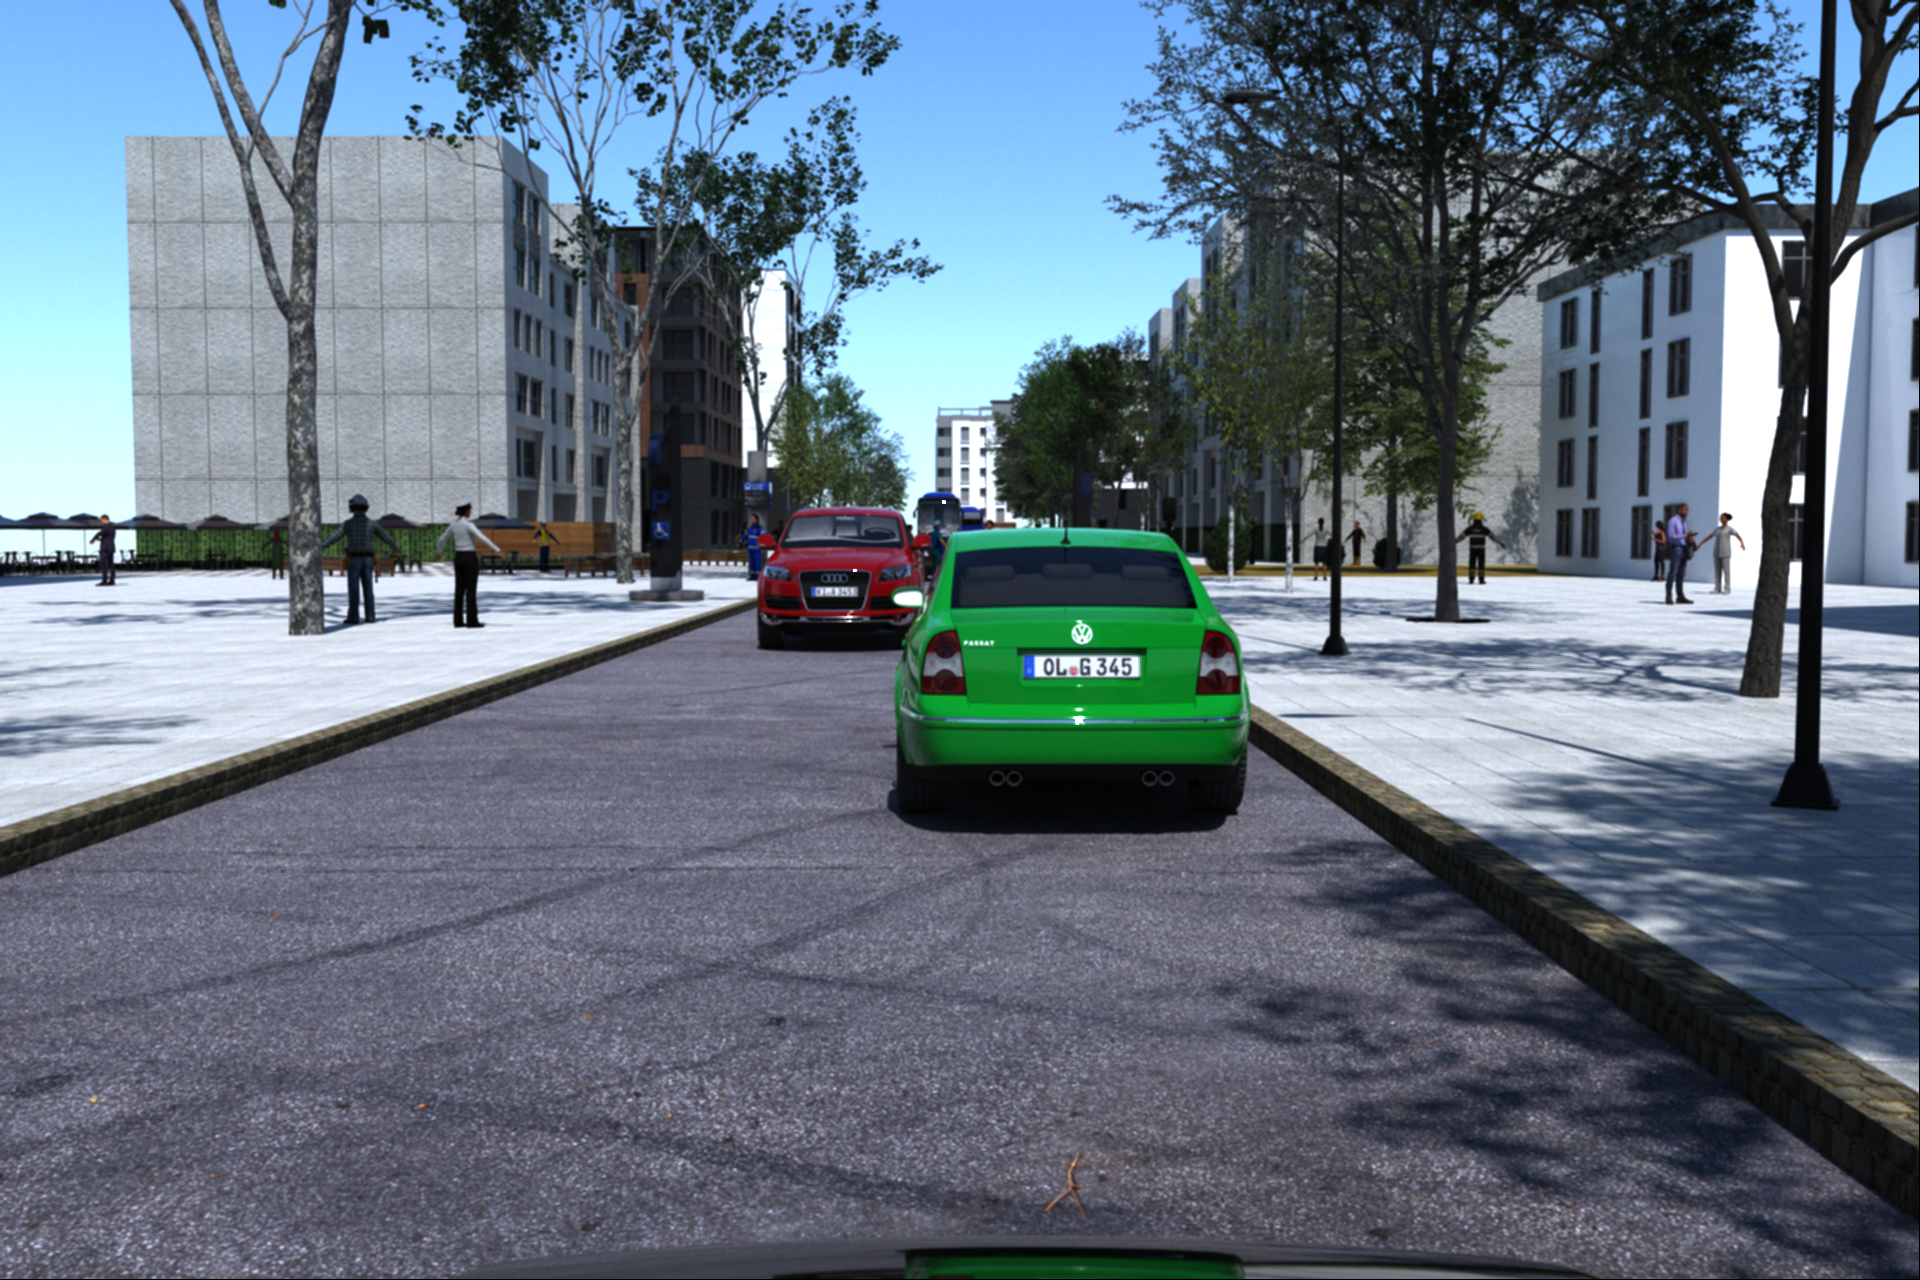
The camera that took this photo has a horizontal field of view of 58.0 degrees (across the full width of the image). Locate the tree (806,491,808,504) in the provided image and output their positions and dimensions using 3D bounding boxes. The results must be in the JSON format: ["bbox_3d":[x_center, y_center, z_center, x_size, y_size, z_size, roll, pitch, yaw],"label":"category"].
[{"bbox_3d":[-22.955,-17.870,242.532,4.737,8.622,4.395,0,3,0],"label":"tree"}]

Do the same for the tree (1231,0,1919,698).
[{"bbox_3d":[6.308,-4.807,13.014,8.767,10.594,7.601,0,4,-2],"label":"tree"}]

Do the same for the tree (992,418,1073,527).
[{"bbox_3d":[6.441,-13.866,144.837,7.486,12.596,7.792,0,3,0],"label":"tree"}]

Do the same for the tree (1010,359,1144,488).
[{"bbox_3d":[6.918,-10.616,99.325,9.928,11.665,9.643,0,3,0],"label":"tree"}]

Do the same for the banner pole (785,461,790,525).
[{"bbox_3d":[-5.936,-4.269,59.810,0.401,3.779,0.863,0,4,1],"label":"banner pole"}]

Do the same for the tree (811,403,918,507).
[{"bbox_3d":[-9.001,-15.172,158.432,12.009,13.543,11.850,0,3,0],"label":"tree"}]

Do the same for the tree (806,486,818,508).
[{"bbox_3d":[-24.346,-19.846,250.236,9.928,11.665,9.643,0,3,0],"label":"tree"}]

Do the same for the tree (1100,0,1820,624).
[{"bbox_3d":[7.013,-7.009,24.960,12.009,13.543,11.850,0,3,0],"label":"tree"}]

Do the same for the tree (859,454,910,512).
[{"bbox_3d":[-10.686,-19.977,244.749,7.486,12.596,7.792,0,3,0],"label":"tree"}]

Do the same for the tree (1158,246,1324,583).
[{"bbox_3d":[7.348,-5.801,45.212,4.737,8.622,4.395,0,3,0],"label":"tree"}]

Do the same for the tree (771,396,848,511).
[{"bbox_3d":[-8.187,-8.611,91.147,4.737,8.622,4.395,0,3,0],"label":"tree"}]

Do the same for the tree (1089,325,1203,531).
[{"bbox_3d":[6.315,-6.829,62.017,4.360,8.622,3.978,0,3,0],"label":"tree"}]

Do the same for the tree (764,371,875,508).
[{"bbox_3d":[-8.913,-11.252,109.719,9.928,11.665,9.643,0,3,0],"label":"tree"}]

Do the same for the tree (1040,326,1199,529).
[{"bbox_3d":[7.196,-8.713,76.868,7.601,10.594,8.767,-3,5,-40],"label":"tree"}]

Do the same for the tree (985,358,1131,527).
[{"bbox_3d":[6.783,-12.769,119.135,12.009,13.543,11.850,0,3,0],"label":"tree"}]

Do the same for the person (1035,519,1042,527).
[{"bbox_3d":[3.043,-3.772,67.447,1.354,1.856,0.705,0,4,7],"label":"person"}]

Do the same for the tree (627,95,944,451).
[{"bbox_3d":[-7.410,-13.368,74.451,12.611,20.169,13.585,0,3,0],"label":"tree"}]

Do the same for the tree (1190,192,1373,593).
[{"bbox_3d":[7.260,-5.336,37.605,4.360,8.622,3.978,0,3,0],"label":"tree"}]

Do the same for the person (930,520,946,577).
[{"bbox_3d":[-0.600,-2.419,48.132,0.704,1.817,1.347,-2,4,-24],"label":"person"}]

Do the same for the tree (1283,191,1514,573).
[{"bbox_3d":[14.345,-8.535,57.667,7.486,12.596,7.792,0,3,0],"label":"tree"}]

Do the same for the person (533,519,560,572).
[{"bbox_3d":[-13.897,-3.161,58.142,0.721,1.772,1.216,2,4,29],"label":"person"}]

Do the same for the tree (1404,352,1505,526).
[{"bbox_3d":[19.238,-7.226,68.513,4.737,8.622,4.395,0,3,0],"label":"tree"}]

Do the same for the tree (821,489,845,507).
[{"bbox_3d":[-17.643,-17.892,242.900,4.737,8.622,4.395,0,3,0],"label":"tree"}]

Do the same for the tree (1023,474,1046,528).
[{"bbox_3d":[7.036,-12.382,152.803,4.737,8.622,4.395,0,3,0],"label":"tree"}]

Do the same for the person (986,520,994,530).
[{"bbox_3d":[0.785,-2.319,46.553,1.347,1.806,0.705,1,4,18],"label":"person"}]

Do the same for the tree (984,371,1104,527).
[{"bbox_3d":[6.955,-13.782,131.991,9.857,13.997,8.962,0,3,0],"label":"tree"}]

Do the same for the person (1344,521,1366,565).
[{"bbox_3d":[16.388,-4.006,71.634,0.704,1.812,1.346,-2,4,-25],"label":"person"}]

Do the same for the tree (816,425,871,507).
[{"bbox_3d":[-8.140,-10.212,117.334,4.737,8.622,4.395,0,3,0],"label":"tree"}]

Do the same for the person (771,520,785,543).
[{"bbox_3d":[-6.679,-3.578,64.729,1.346,1.802,0.704,0,4,3],"label":"person"}]

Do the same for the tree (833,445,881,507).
[{"bbox_3d":[-8.919,-11.486,138.153,4.360,8.622,3.978,0,3,0],"label":"tree"}]

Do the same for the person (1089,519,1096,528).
[{"bbox_3d":[4.590,-3.261,59.451,0.705,1.813,1.348,-1,4,-20],"label":"person"}]

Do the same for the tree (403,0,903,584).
[{"bbox_3d":[-8.023,-11.453,43.150,12.611,20.169,13.585,0,3,0],"label":"tree"}]

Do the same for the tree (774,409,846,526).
[{"bbox_3d":[-8.774,-9.104,99.206,4.737,8.622,4.395,0,3,0],"label":"tree"}]

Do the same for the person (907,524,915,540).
[{"bbox_3d":[-2.046,-3.839,71.367,0.704,1.843,1.345,2,4,26],"label":"person"}]

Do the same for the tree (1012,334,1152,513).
[{"bbox_3d":[6.539,-10.006,89.354,9.928,11.665,9.643,0,3,0],"label":"tree"}]

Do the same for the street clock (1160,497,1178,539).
[{"bbox_3d":[4.126,-1.810,34.168,0.358,2.002,0.471,0,4,0],"label":"street clock"}]

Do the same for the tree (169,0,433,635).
[{"bbox_3d":[-9.331,-10.198,22.624,12.611,20.169,13.585,0,3,0],"label":"tree"}]

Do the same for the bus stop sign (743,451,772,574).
[{"bbox_3d":[-6.443,-4.044,55.139,0.837,3.901,0.837,0,4,-1],"label":"bus stop sign"}]
